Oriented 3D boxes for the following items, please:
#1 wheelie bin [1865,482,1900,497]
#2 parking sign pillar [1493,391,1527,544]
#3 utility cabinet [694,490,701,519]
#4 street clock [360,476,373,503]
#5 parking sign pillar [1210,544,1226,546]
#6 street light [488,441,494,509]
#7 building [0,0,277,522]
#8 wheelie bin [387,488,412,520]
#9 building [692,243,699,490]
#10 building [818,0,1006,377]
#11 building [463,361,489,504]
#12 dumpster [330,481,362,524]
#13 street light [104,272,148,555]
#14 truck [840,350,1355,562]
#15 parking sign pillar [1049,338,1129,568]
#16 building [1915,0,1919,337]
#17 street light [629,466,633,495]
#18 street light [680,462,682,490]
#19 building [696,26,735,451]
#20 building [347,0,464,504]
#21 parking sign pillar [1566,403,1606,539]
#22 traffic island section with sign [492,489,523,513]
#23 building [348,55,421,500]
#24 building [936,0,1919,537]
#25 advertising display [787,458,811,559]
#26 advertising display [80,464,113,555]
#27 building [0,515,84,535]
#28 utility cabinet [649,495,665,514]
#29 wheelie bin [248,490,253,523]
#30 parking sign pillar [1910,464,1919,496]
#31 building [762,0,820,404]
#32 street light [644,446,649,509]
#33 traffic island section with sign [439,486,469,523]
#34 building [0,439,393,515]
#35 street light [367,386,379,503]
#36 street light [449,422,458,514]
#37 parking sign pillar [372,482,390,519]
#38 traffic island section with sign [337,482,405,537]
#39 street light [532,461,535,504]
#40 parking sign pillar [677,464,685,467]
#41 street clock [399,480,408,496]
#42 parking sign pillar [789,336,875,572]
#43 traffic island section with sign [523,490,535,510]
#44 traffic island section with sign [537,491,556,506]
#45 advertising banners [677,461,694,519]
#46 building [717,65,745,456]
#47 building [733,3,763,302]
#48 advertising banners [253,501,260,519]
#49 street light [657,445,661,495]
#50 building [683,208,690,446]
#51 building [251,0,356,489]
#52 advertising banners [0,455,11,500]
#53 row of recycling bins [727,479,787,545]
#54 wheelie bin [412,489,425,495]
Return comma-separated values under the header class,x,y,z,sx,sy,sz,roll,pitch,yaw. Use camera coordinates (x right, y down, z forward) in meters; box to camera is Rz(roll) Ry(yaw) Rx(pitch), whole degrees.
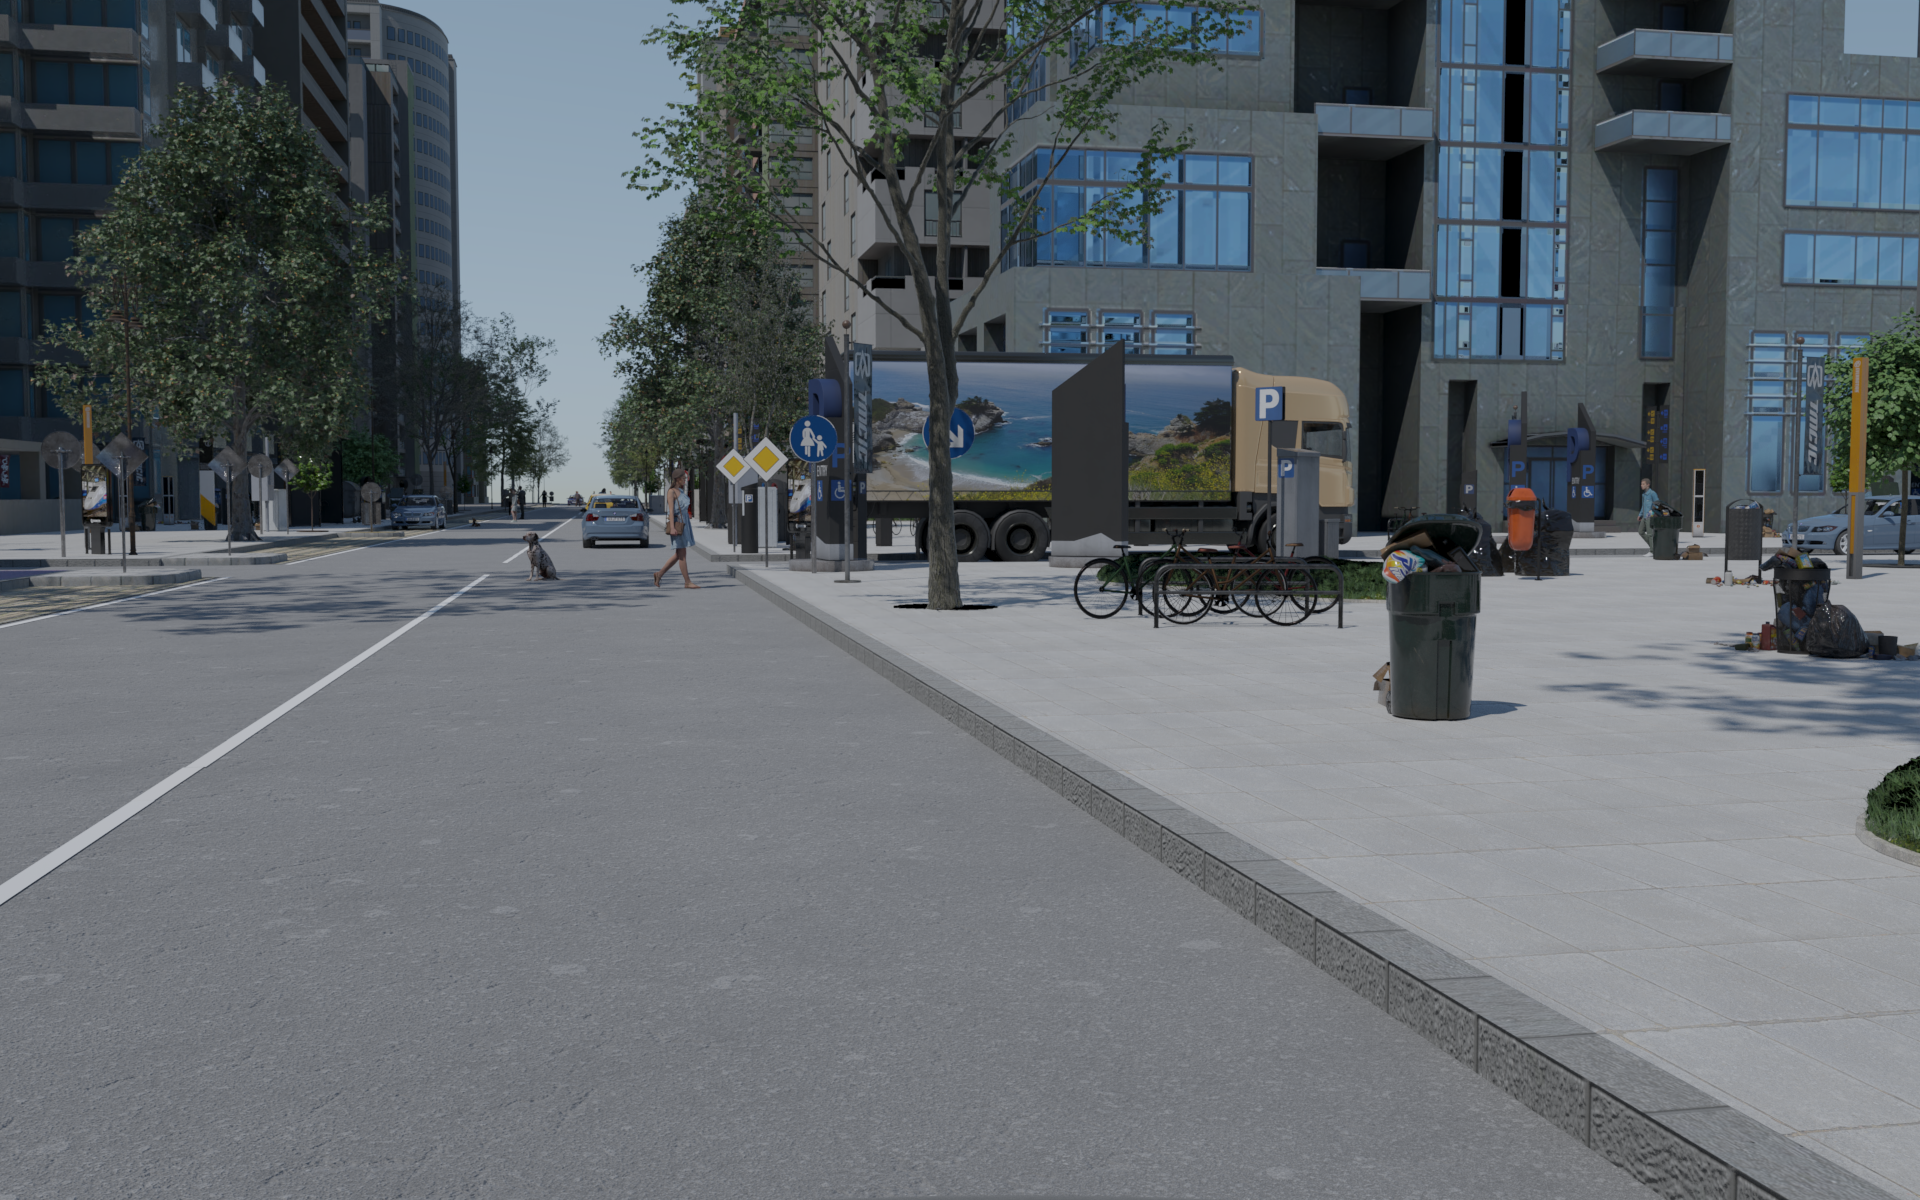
class,x,y,z,sx,sy,sz,roll,pitch,yaw
wheelie bin,24.076,-2.282,45.220,0.980,1.594,0.693,1,4,16
parking sign pillar,14.473,-3.454,44.941,1.447,3.967,1.447,1,4,17
utility cabinet,-12.947,-4.802,87.192,0.318,1.500,1.173,1,4,20
street clock,-24.349,-4.069,71.095,0.358,2.002,0.471,2,4,31
parking sign pillar,6.946,-3.347,43.193,1.447,3.967,1.447,2,4,29
street light,-40.022,-10.714,147.956,0.468,5.910,1.993,-1,4,-11
building,-49.072,-28.715,89.096,23.786,49.044,30.456,-1,4,-11
wheelie bin,-27.884,-4.765,85.810,0.980,1.594,0.693,0,4,-3
building,-31.785,-34.527,248.117,14.154,41.232,14.086,-1,4,-11
building,6.767,-31.179,99.010,28.713,52.752,27.495,-1,4,-11
building,-80.031,-24.000,237.439,27.650,21.520,28.899,-1,4,-11
dumpster,-27.027,-4.298,76.027,1.264,1.857,1.865,-1,4,-12
street light,-17.368,-3.879,36.205,0.468,5.910,1.993,-1,4,-11
truck,3.085,-2.867,35.796,11.283,4.237,2.839,-1,4,-10
parking sign pillar,2.289,-2.569,30.468,1.447,3.967,1.447,1,4,22
building,45.603,-23.172,62.449,14.086,41.232,14.154,-1,4,-11
street light,-51.147,-18.053,267.952,0.468,5.910,1.993,-1,4,-11
street light,-12.072,-6.237,74.767,0.468,5.910,1.993,-1,4,-11
building,-23.714,-41.915,227.310,21.231,58.520,28.212,-1,4,-11
building,-72.171,-40.750,208.269,21.231,58.520,28.212,-1,4,-11
parking sign pillar,18.129,-3.796,50.540,1.447,3.967,1.447,0,4,3
traffic island section with sign,-34.951,-7.629,133.366,1.989,1.847,2.006,-1,4,-11
building,-57.341,-28.976,157.356,14.154,41.232,14.086,-1,4,-11
building,14.502,-45.755,60.774,31.000,86.520,22.319,-1,4,-11
advertising display,-2.809,-1.573,30.938,0.123,1.923,0.974,-2,4,-34
advertising display,-18.350,-1.934,36.828,0.974,1.923,0.123,2,4,33
building,-46.470,-22.135,53.784,32.217,40.220,23.993,-1,4,-11
utility cabinet,-19.264,-6.050,110.083,0.306,1.237,1.020,3,5,43
wheelie bin,-30.479,-4.019,73.611,0.980,1.594,0.693,3,4,37
parking sign pillar,40.880,-5.232,74.018,1.447,3.967,1.447,2,4,29
building,-7.996,-27.360,130.925,14.154,41.232,14.086,-1,4,-11
street light,-27.142,-10.836,149.957,0.468,5.910,1.993,-1,4,-11
traffic island section with sign,-25.153,-4.668,84.944,1.989,1.847,2.006,-1,4,-11
building,-62.652,-27.217,136.879,32.217,40.220,23.993,-1,4,-11
street light,-24.741,-6.128,72.983,0.468,5.910,1.993,-1,4,-11
street light,-32.556,-8.481,111.451,0.468,5.910,1.993,-1,4,-11
parking sign pillar,-30.237,-6.228,90.308,1.447,3.967,1.447,0,4,5
traffic island section with sign,-19.660,-3.011,57.865,1.989,1.847,2.006,-1,4,-11
street light,-56.336,-15.661,228.841,0.468,5.910,1.993,-1,4,-11
parking sign pillar,-17.447,-7.388,109.259,1.447,3.967,1.447,-2,4,-29
street clock,-27.947,-5.046,87.069,0.471,2.002,0.358,3,5,41
parking sign pillar,-2.161,-2.483,29.065,1.447,3.967,1.447,-1,4,-18
traffic island section with sign,-40.305,-9.247,159.809,1.989,1.847,2.006,-1,4,-11
traffic island section with sign,-51.467,-12.616,214.906,1.989,1.847,2.006,-1,4,-11
advertising banners,-13.858,-5.654,88.632,0.090,3.025,2.074,2,4,26
building,-16.819,-32.008,173.438,14.600,45.320,14.200,-1,4,-11
building,-8.489,-30.494,153.207,22.147,44.769,28.867,-1,4,-11
advertising banners,-35.048,-5.547,86.882,0.090,3.025,2.074,-3,5,-43
street light,-19.772,-8.602,113.433,0.468,5.910,1.993,-1,4,-11
building,-34.665,-37.484,262.967,14.600,45.320,14.200,-1,4,-11
building,-53.280,-30.067,115.302,21.300,48.544,21.600,-1,4,-11
advertising banners,-40.912,-4.692,72.906,0.090,3.025,2.074,2,4,31
row of recycling bins,-5.333,-2.358,45.674,1.069,1.692,3.534,1,4,10
wheelie bin,-33.763,-6.118,107.937,0.980,1.594,0.693,0,4,5
